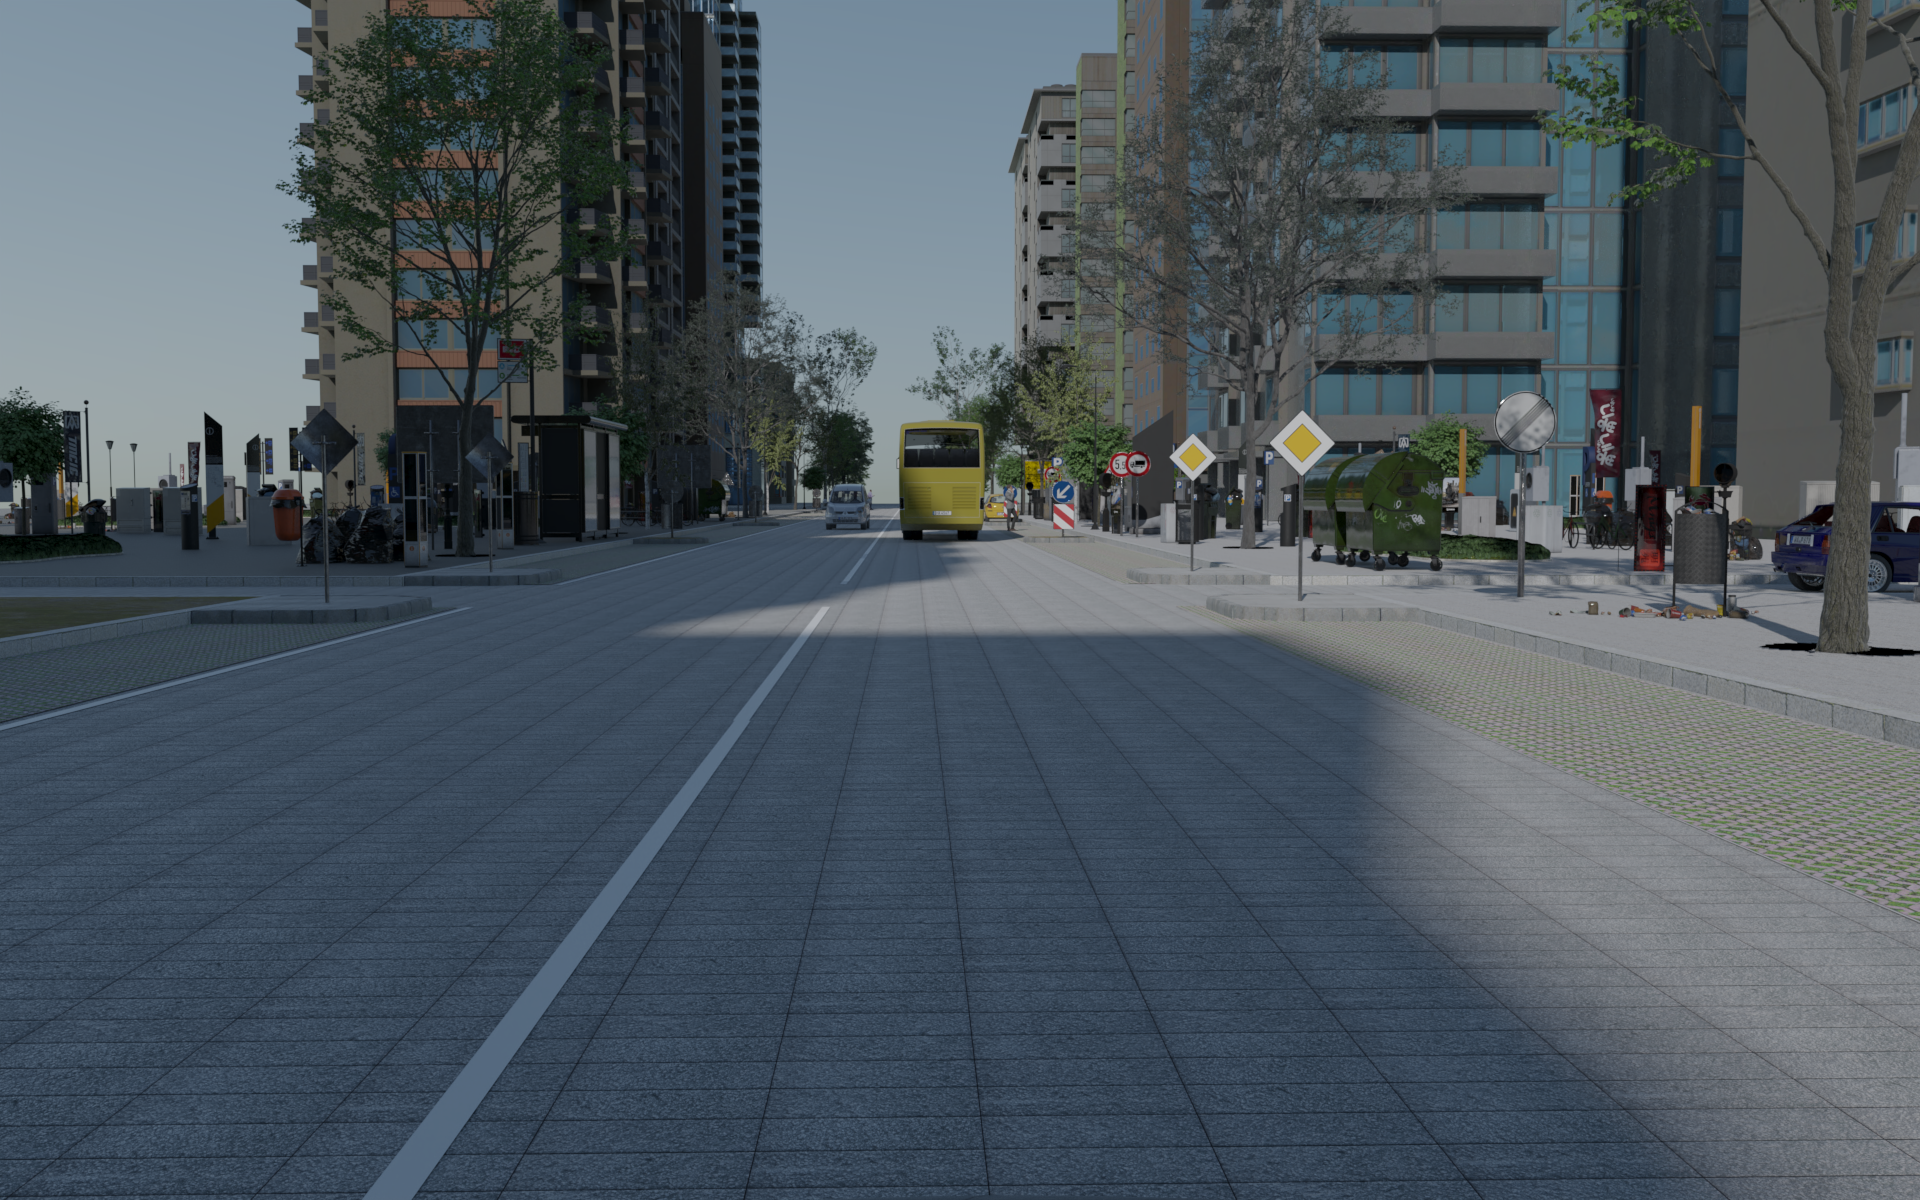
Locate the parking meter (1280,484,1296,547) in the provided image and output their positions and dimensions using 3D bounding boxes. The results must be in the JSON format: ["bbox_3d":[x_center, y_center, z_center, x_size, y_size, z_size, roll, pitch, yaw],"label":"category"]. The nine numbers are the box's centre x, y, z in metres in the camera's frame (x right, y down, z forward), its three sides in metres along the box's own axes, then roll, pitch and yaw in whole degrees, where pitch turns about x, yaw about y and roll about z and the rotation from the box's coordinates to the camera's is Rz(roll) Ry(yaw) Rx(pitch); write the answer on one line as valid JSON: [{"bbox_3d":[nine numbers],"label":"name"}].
[{"bbox_3d":[8.003,-2.071,42.265,0.372,1.533,0.369,0,3,0],"label":"parking meter"}]

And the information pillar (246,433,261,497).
[{"bbox_3d":[-27.030,-4.585,66.317,0.504,3.616,0.183,-2,4,-28],"label":"information pillar"}]

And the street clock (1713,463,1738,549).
[{"bbox_3d":[17.791,-2.185,40.294,0.358,2.002,0.471,-3,5,-44],"label":"street clock"}]

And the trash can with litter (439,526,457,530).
[{"bbox_3d":[-18.973,-3.076,61.348,2.233,1.210,1.678,-1,4,-15],"label":"trash can with litter"}]

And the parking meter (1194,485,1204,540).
[{"bbox_3d":[6.597,-2.431,48.154,0.372,1.533,0.369,0,3,0],"label":"parking meter"}]

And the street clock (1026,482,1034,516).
[{"bbox_3d":[4.157,-6.036,103.254,0.471,2.002,0.358,0,4,7],"label":"street clock"}]

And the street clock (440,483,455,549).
[{"bbox_3d":[-11.975,-2.196,40.480,0.358,2.002,0.471,-1,4,-18],"label":"street clock"}]

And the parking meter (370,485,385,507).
[{"bbox_3d":[-15.951,-2.387,47.437,0.372,1.533,0.369,0,3,0],"label":"parking meter"}]

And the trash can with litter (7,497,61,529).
[{"bbox_3d":[-33.818,-3.268,64.495,2.233,1.210,1.678,1,4,12],"label":"trash can with litter"}]

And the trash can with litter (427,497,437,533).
[{"bbox_3d":[-17.449,-2.796,57.103,0.624,1.170,1.055,-2,4,-28],"label":"trash can with litter"}]

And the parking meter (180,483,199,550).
[{"bbox_3d":[-17.791,-1.932,39.997,0.372,1.533,0.369,0,3,0],"label":"parking meter"}]

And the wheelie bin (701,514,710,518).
[{"bbox_3d":[-13.545,-5.120,91.628,0.693,1.594,0.980,2,4,32],"label":"wheelie bin"}]

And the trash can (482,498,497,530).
[{"bbox_3d":[-17.042,-3.122,62.702,0.748,1.137,0.748,0,3,0],"label":"trash can"}]

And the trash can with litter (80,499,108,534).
[{"bbox_3d":[-21.128,-1.863,41.853,1.055,1.170,0.624,2,4,23],"label":"trash can with litter"}]

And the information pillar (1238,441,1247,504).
[{"bbox_3d":[12.096,-5.046,73.863,0.183,3.616,0.504,-3,5,-43],"label":"information pillar"}]

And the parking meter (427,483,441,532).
[{"bbox_3d":[-18.014,-3.264,59.082,0.255,1.863,0.399,0,4,8],"label":"parking meter"}]

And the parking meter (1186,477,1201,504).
[{"bbox_3d":[7.331,-2.954,54.015,0.255,1.863,0.399,-1,4,-12],"label":"parking meter"}]

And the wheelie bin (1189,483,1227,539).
[{"bbox_3d":[7.047,-2.557,49.711,0.693,1.594,0.980,3,4,38],"label":"wheelie bin"}]

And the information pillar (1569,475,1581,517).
[{"bbox_3d":[23.862,-3.836,67.214,0.304,2.012,0.304,3,5,41],"label":"information pillar"}]

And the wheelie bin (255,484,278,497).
[{"bbox_3d":[-21.413,-2.801,53.708,0.980,1.594,0.693,2,4,33],"label":"wheelie bin"}]

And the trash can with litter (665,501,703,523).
[{"bbox_3d":[-12.558,-4.033,76.994,2.233,1.210,1.678,1,4,17],"label":"trash can with litter"}]

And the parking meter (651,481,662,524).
[{"bbox_3d":[-13.222,-4.266,75.462,0.399,1.863,0.255,1,4,11],"label":"parking meter"}]

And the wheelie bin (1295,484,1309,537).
[{"bbox_3d":[10.318,-2.679,51.718,0.980,1.594,0.693,0,4,8],"label":"wheelie bin"}]

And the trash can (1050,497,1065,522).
[{"bbox_3d":[4.329,-3.954,76.293,0.748,1.137,0.748,0,3,0],"label":"trash can"}]

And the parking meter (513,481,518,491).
[{"bbox_3d":[-20.055,-4.416,77.917,0.399,1.863,0.255,-2,4,-32],"label":"parking meter"}]

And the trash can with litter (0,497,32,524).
[{"bbox_3d":[-41.085,-3.940,75.485,2.233,1.210,1.678,-2,4,-34],"label":"trash can with litter"}]

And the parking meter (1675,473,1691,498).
[{"bbox_3d":[19.976,-2.578,47.865,0.255,1.863,0.399,-2,4,-29],"label":"parking meter"}]

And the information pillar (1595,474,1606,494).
[{"bbox_3d":[21.995,-3.365,59.517,0.304,2.012,0.304,2,4,28],"label":"information pillar"}]

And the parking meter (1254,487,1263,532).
[{"bbox_3d":[9.962,-3.033,57.995,0.372,1.533,0.369,0,3,0],"label":"parking meter"}]

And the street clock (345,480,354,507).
[{"bbox_3d":[-30.864,-5.083,87.679,0.358,2.002,0.471,2,4,32],"label":"street clock"}]

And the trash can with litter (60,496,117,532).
[{"bbox_3d":[-29.313,-2.960,59.453,1.678,1.210,2.233,0,4,6],"label":"trash can with litter"}]

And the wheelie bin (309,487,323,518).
[{"bbox_3d":[-30.419,-4.534,82.032,0.693,1.594,0.980,-3,5,-44],"label":"wheelie bin"}]

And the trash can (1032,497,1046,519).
[{"bbox_3d":[4.019,-4.664,87.906,0.748,1.137,0.748,0,3,0],"label":"trash can"}]

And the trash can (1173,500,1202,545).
[{"bbox_3d":[5.802,-1.992,44.218,0.748,1.137,0.748,0,3,0],"label":"trash can"}]

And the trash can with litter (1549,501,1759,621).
[{"bbox_3d":[7.382,-0.442,18.293,2.233,1.210,1.678,1,4,13],"label":"trash can with litter"}]

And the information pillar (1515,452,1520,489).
[{"bbox_3d":[22.126,-4.712,68.398,0.504,3.616,0.183,-2,4,-27],"label":"information pillar"}]

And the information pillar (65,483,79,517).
[{"bbox_3d":[-36.780,-4.910,71.638,0.504,3.616,0.183,-2,4,-27],"label":"information pillar"}]

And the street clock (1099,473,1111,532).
[{"bbox_3d":[4.957,-3.315,58.767,0.471,2.002,0.358,-2,4,-29],"label":"street clock"}]

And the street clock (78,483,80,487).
[{"bbox_3d":[-44.694,-5.068,87.433,0.471,2.002,0.358,-2,4,-29],"label":"street clock"}]

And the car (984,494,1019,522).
[{"bbox_3d":[2.051,-4.796,88.639,2.015,1.641,3.980,0,4,-2],"label":"car"}]

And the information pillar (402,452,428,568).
[{"bbox_3d":[-9.491,-1.571,30.176,0.304,2.012,0.304,1,4,11],"label":"information pillar"}]

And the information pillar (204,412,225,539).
[{"bbox_3d":[-21.125,-3.529,49.046,0.504,3.616,0.183,-1,4,-22],"label":"information pillar"}]

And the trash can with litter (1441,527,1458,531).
[{"bbox_3d":[16.666,-3.031,60.618,1.678,1.210,2.233,-1,4,-18],"label":"trash can with litter"}]

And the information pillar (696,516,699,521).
[{"bbox_3d":[-12.529,-5.592,82.782,0.183,3.616,0.504,0,4,-7],"label":"information pillar"}]

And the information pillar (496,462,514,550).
[{"bbox_3d":[-10.562,-2.183,40.190,0.304,2.012,0.304,-3,5,-39],"label":"information pillar"}]

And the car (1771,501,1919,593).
[{"bbox_3d":[13.963,-0.762,25.034,3.894,1.354,1.945,0,4,-3],"label":"car"}]

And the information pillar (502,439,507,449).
[{"bbox_3d":[-19.395,-5.042,73.785,0.183,3.616,0.504,-2,4,-32],"label":"information pillar"}]

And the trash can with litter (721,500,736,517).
[{"bbox_3d":[-12.952,-5.167,95.871,1.055,1.170,0.624,-3,4,-36],"label":"trash can with litter"}]

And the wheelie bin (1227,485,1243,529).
[{"bbox_3d":[9.954,-3.368,62.976,0.693,1.594,0.980,1,4,8],"label":"wheelie bin"}]
